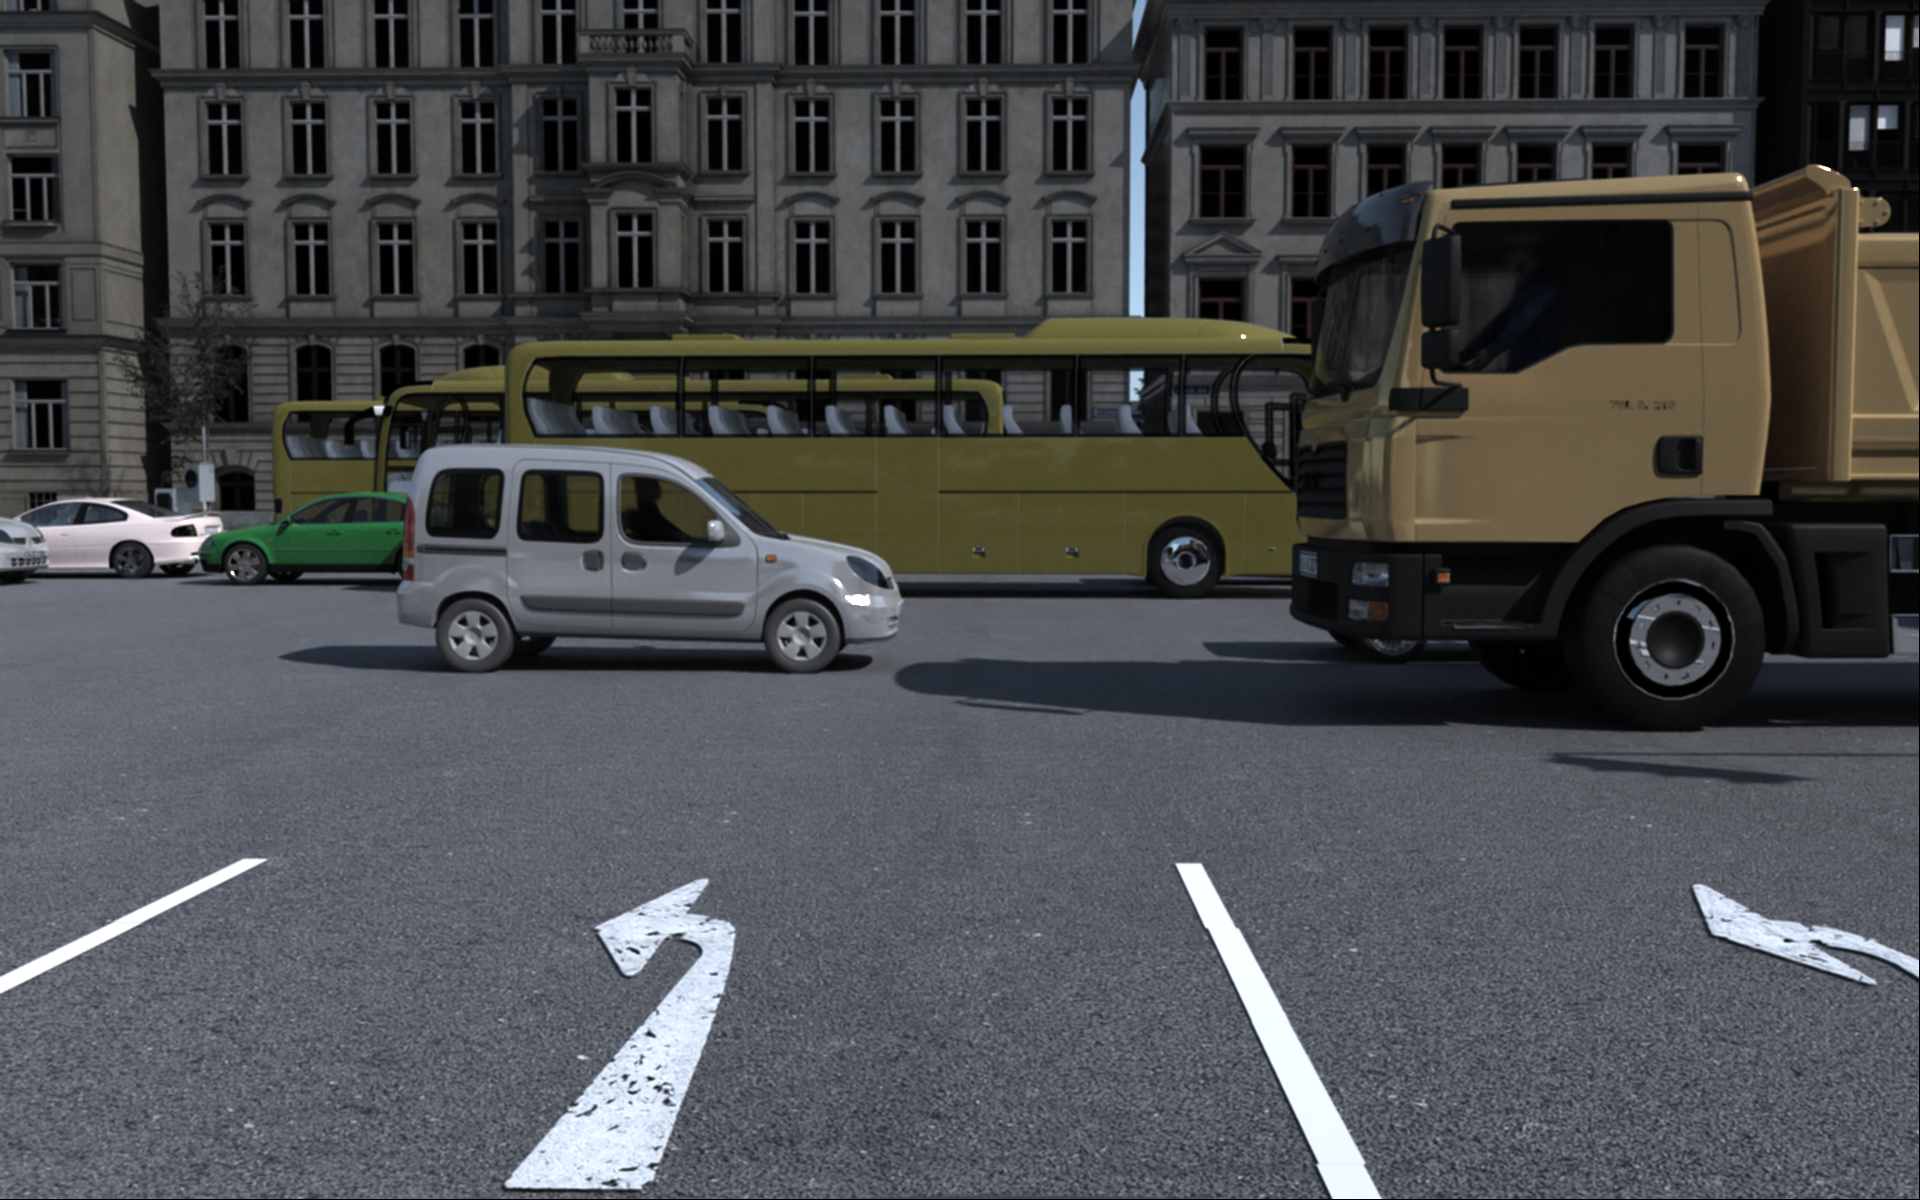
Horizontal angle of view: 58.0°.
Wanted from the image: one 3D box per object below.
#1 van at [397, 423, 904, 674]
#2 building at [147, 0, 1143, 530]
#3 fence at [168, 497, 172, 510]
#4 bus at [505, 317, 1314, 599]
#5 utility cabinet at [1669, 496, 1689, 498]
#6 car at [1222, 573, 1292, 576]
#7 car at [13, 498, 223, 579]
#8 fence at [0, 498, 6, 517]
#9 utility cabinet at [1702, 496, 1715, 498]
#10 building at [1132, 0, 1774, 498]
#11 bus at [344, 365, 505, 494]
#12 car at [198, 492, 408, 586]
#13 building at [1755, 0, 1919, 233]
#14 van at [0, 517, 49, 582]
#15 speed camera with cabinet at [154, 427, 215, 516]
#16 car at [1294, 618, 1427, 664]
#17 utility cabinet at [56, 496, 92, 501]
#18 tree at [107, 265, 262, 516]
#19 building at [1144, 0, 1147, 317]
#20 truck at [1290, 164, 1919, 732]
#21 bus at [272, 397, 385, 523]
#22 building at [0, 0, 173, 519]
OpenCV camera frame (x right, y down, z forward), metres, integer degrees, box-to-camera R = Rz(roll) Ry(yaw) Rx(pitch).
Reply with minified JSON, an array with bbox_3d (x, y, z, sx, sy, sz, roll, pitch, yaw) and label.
[{"bbox_3d":[-2.533,-0.462,14.572,4.112,2.044,2.013,0,4,1],"label":"van"},{"bbox_3d":[-10.831,-15.055,65.228,34.723,24.649,14.460,0,4,1],"label":"building"},{"bbox_3d":[-21.855,-2.247,47.947,0.480,1.192,2.264,-1,4,-22],"label":"fence"},{"bbox_3d":[-0.113,-2.033,24.787,12.252,3.916,2.896,0,4,2],"label":"bus"},{"bbox_3d":[21.520,-2.531,52.542,1.020,1.237,0.306,0,4,2],"label":"utility cabinet"},{"bbox_3d":[4.697,-1.075,27.799,3.980,1.641,2.015,0,4,1],"label":"car"},{"bbox_3d":[-15.328,-1.087,30.138,4.827,1.381,2.083,0,4,1],"label":"car"},{"bbox_3d":[-27.040,-2.261,48.174,0.480,1.192,2.264,2,4,35],"label":"fence"},{"bbox_3d":[20.151,-2.116,45.761,1.020,1.237,0.306,1,4,22],"label":"utility cabinet"},{"bbox_3d":[17.074,-13.913,63.637,21.152,22.565,11.583,0,4,1],"label":"building"},{"bbox_3d":[-5.248,-2.551,33.264,12.252,3.916,2.896,0,4,3],"label":"bus"},{"bbox_3d":[-9.787,-1.166,27.856,4.718,1.807,1.959,0,4,1],"label":"car"},{"bbox_3d":[35.793,-14.283,63.212,15.834,23.373,12.332,0,4,1],"label":"building"},{"bbox_3d":[-16.736,-1.253,27.495,4.112,2.044,2.013,0,4,1],"label":"van"},{"bbox_3d":[-22.961,-3.481,51.244,2.038,3.252,0.660,2,4,29],"label":"speed camera with cabinet"},{"bbox_3d":[4.984,-0.169,15.348,3.894,1.354,1.945,0,4,2],"label":"car"},{"bbox_3d":[-27.873,-2.652,54.520,1.020,1.237,0.306,1,4,8],"label":"utility cabinet"},{"bbox_3d":[-24.366,-6.409,55.144,4.360,8.622,3.978,0,3,0],"label":"tree"},{"bbox_3d":[35.956,-55.857,225.938,31.000,86.520,22.319,0,4,1],"label":"building"},{"bbox_3d":[6.388,-0.954,11.527,9.791,3.379,3.469,0,4,0],"label":"truck"},{"bbox_3d":[-9.490,-2.988,40.401,12.252,3.916,2.896,0,4,1],"label":"bus"},{"bbox_3d":[-43.209,-14.246,66.198,30.059,22.955,16.112,0,4,1],"label":"building"}]
